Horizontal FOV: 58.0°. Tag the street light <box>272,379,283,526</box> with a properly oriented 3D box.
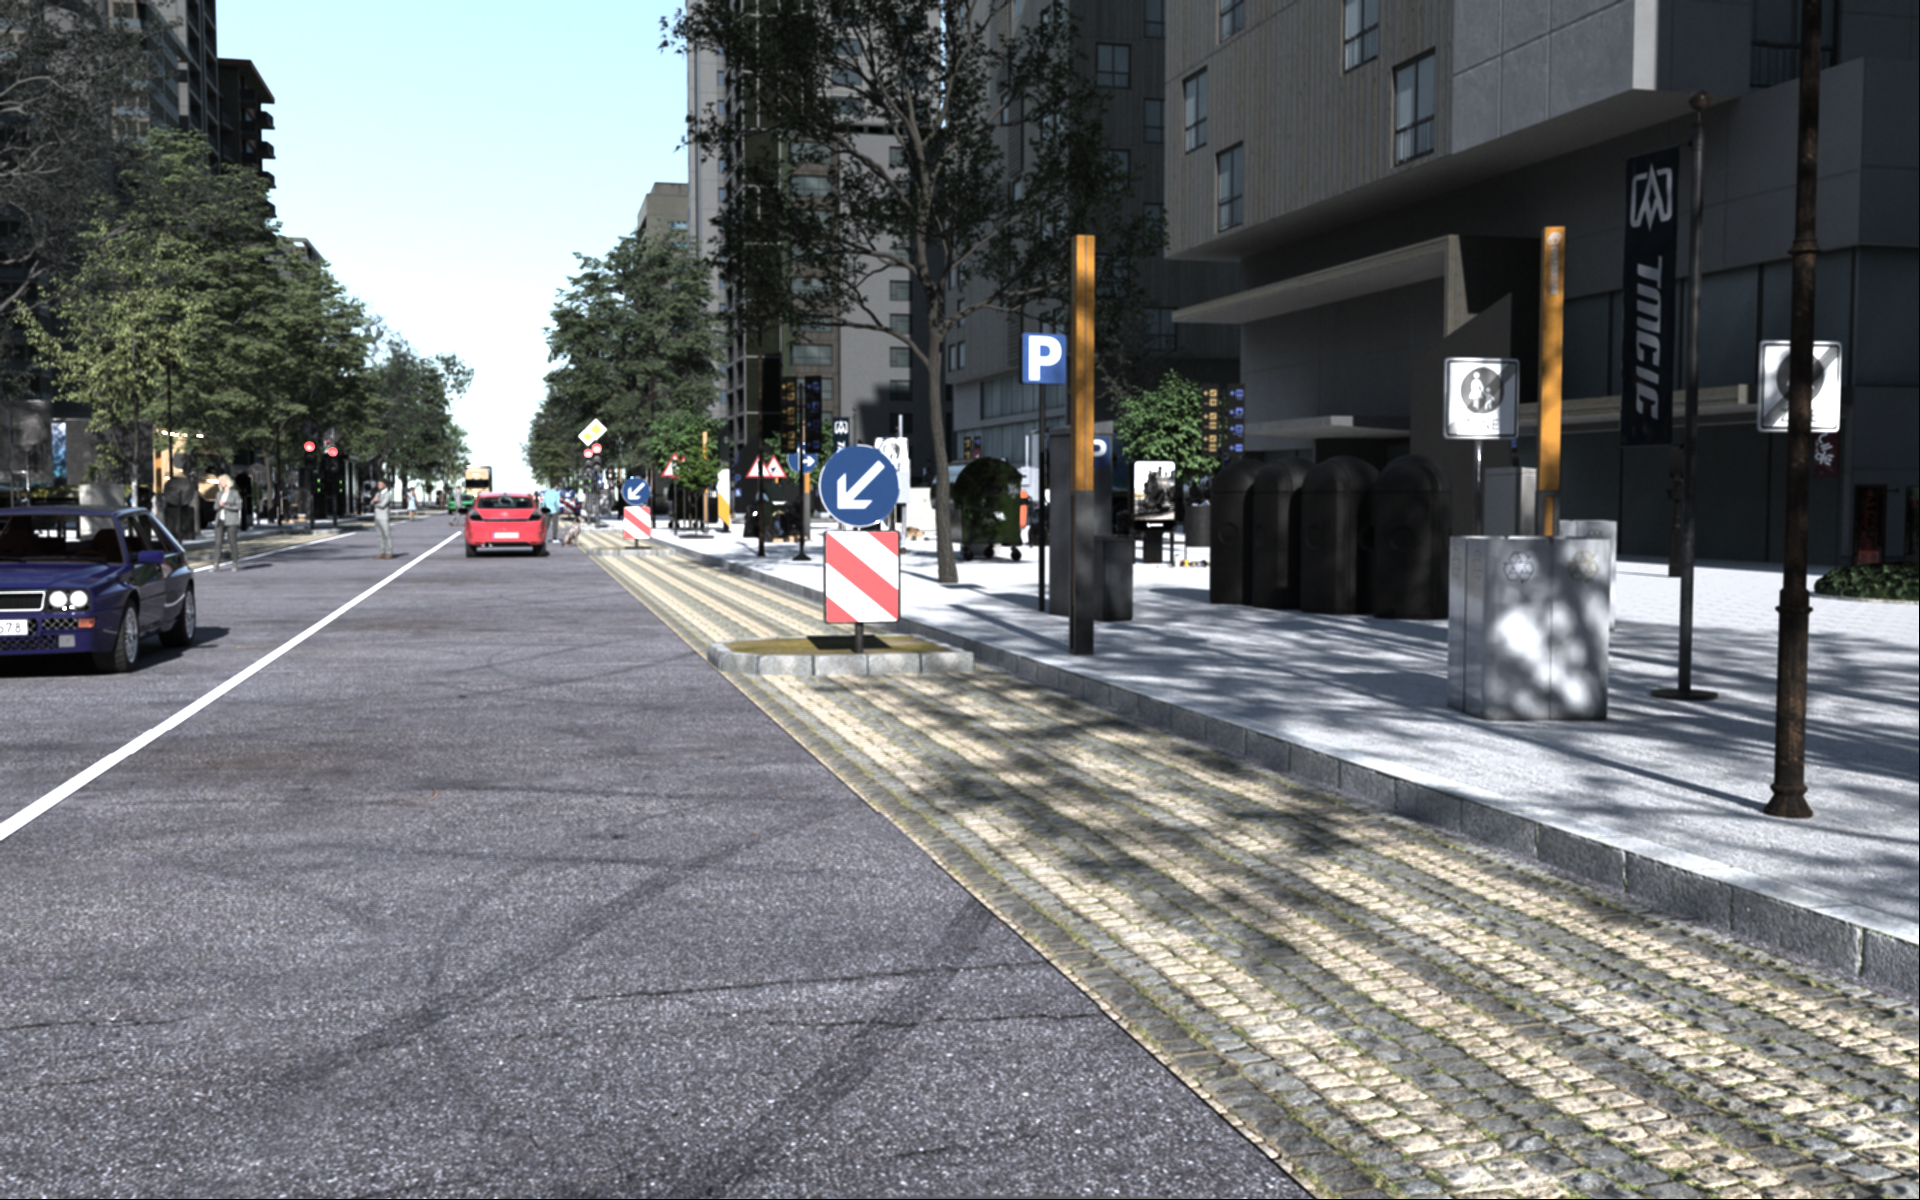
[{"bbox_3d":[-27.413,-5.924,69.652,0.468,5.910,1.993,-1,4,-14],"label":"street light"}]

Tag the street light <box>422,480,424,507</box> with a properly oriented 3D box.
[{"bbox_3d":[-53.738,-12.261,173.246,0.468,5.910,1.993,-1,4,-14],"label":"street light"}]

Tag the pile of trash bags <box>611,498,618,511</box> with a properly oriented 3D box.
[{"bbox_3d":[-26.668,-7.334,129.656,1.912,1.369,3.447,2,4,32],"label":"pile of trash bags"}]

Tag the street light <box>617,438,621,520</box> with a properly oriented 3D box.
[{"bbox_3d":[-17.188,-6.996,87.165,0.468,5.910,1.993,-1,4,-14],"label":"street light"}]

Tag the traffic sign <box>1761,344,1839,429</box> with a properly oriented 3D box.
[{"bbox_3d":[5.608,-0.583,11.663,0.606,2.300,0.079,-1,4,-11],"label":"traffic sign"}]

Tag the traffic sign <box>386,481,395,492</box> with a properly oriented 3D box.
[{"bbox_3d":[-46.938,-8.718,142.550,0.884,2.594,0.081,-1,4,-11],"label":"traffic sign"}]

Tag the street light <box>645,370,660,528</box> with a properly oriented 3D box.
[{"bbox_3d":[-11.433,-5.609,64.488,0.468,5.910,1.993,-1,4,-14],"label":"street light"}]

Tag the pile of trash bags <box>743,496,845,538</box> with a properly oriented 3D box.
[{"bbox_3d":[-4.879,-2.568,51.737,3.447,1.369,1.912,0,4,6],"label":"pile of trash bags"}]

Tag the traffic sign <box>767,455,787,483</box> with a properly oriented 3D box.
[{"bbox_3d":[-6.127,-3.490,57.072,0.884,2.594,0.081,0,4,-7],"label":"traffic sign"}]

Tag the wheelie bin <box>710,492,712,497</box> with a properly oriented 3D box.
[{"bbox_3d":[-17.049,-6.630,116.303,0.693,1.594,0.980,-2,4,-35],"label":"wheelie bin"}]

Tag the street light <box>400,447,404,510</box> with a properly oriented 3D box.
[{"bbox_3d":[-46.306,-10.463,143.850,0.468,5.910,1.993,-1,4,-14],"label":"street light"}]

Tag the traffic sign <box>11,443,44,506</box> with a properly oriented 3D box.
[{"bbox_3d":[-18.697,-1.997,34.774,0.606,2.300,0.079,-1,4,-9],"label":"traffic sign"}]

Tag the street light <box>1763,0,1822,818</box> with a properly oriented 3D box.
[{"bbox_3d":[3.317,-2.078,6.758,0.468,5.910,1.993,-1,4,-14],"label":"street light"}]

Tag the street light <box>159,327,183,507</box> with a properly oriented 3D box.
[{"bbox_3d":[-21.923,-4.605,48.083,0.468,5.910,1.993,-1,4,-14],"label":"street light"}]

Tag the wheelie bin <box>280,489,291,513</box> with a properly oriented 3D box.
[{"bbox_3d":[-44.610,-6.536,114.777,0.980,1.594,0.693,-1,4,-15],"label":"wheelie bin"}]

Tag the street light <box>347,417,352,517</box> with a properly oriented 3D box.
[{"bbox_3d":[-34.675,-7.682,98.387,0.468,5.910,1.993,-1,4,-14],"label":"street light"}]

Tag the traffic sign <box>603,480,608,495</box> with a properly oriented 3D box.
[{"bbox_3d":[-25.354,-7.465,124.189,0.606,2.300,0.079,-1,4,-14],"label":"traffic sign"}]

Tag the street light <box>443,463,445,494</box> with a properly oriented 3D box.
[{"bbox_3d":[-66.801,-15.392,224.439,0.468,5.910,1.993,-1,4,-14],"label":"street light"}]

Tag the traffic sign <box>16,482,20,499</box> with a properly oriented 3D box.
[{"bbox_3d":[-25.345,-2.850,46.607,0.884,2.594,0.081,-1,4,-10],"label":"traffic sign"}]

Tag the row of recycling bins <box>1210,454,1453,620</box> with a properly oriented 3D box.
[{"bbox_3d":[4.003,-0.735,19.135,1.069,1.692,3.534,-2,4,-30],"label":"row of recycling bins"}]

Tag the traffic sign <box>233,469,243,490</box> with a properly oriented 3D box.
[{"bbox_3d":[-29.389,-4.165,70.226,0.606,2.300,0.079,-1,4,-9],"label":"traffic sign"}]

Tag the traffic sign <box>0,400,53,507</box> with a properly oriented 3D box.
[{"bbox_3d":[-20.846,-2.663,37.419,2.265,3.308,0.079,-1,4,-14],"label":"traffic sign"}]

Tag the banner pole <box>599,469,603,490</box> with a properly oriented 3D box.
[{"bbox_3d":[-25.361,-8.060,121.802,0.863,3.779,0.401,3,4,37],"label":"banner pole"}]

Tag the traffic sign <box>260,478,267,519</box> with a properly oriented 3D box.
[{"bbox_3d":[-36.290,-5.440,90.125,0.795,2.450,0.064,-1,4,-9],"label":"traffic sign"}]

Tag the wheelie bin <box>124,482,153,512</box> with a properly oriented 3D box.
[{"bbox_3d":[-21.700,-2.318,45.814,0.693,1.594,0.980,-2,4,-28],"label":"wheelie bin"}]

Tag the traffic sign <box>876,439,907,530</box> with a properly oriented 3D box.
[{"bbox_3d":[-1.257,-1.808,31.692,0.606,2.300,0.079,0,4,-5],"label":"traffic sign"}]

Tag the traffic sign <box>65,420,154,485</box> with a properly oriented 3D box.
[{"bbox_3d":[-23.292,-3.278,47.466,2.265,3.308,0.079,0,4,-6],"label":"traffic sign"}]

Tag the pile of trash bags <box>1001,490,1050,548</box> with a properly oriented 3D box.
[{"bbox_3d":[1.616,-2.024,42.839,1.912,1.369,3.447,0,4,6],"label":"pile of trash bags"}]

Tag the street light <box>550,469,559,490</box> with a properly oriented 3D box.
[{"bbox_3d":[-56.697,-16.485,242.311,0.468,5.910,1.993,-1,4,-14],"label":"street light"}]

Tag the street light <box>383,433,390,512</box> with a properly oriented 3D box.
[{"bbox_3d":[-42.012,-9.444,127.197,0.468,5.910,1.993,-1,4,-14],"label":"street light"}]

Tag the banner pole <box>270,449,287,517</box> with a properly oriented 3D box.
[{"bbox_3d":[-37.482,-6.410,94.827,0.401,3.779,0.863,1,4,16],"label":"banner pole"}]

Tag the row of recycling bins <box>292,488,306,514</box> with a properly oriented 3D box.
[{"bbox_3d":[-42.248,-6.368,111.223,1.069,1.692,3.534,-1,4,-9],"label":"row of recycling bins"}]

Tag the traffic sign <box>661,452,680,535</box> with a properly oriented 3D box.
[{"bbox_3d":[-8.806,-3.276,53.573,0.884,2.594,0.081,-1,4,-9],"label":"traffic sign"}]

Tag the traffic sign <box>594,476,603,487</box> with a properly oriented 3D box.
[{"bbox_3d":[-24.731,-7.221,118.162,0.768,2.556,0.104,0,4,-5],"label":"traffic sign"}]

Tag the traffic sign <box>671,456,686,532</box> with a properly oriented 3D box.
[{"bbox_3d":[-9.330,-3.584,58.595,0.884,2.594,0.081,0,4,-8],"label":"traffic sign"}]

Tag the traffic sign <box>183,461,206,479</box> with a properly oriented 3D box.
[{"bbox_3d":[-27.251,-3.764,61.655,0.768,2.556,0.104,-1,4,-12],"label":"traffic sign"}]

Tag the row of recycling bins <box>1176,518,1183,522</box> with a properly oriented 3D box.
[{"bbox_3d":[9.969,-4.465,80.123,1.069,1.692,3.534,-2,4,-31],"label":"row of recycling bins"}]

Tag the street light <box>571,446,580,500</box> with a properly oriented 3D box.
[{"bbox_3d":[-32.134,-10.557,145.397,0.468,5.910,1.993,-1,4,-14],"label":"street light"}]

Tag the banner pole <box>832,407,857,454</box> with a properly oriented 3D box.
[{"bbox_3d":[-3.240,-3.647,49.653,0.863,3.779,0.401,0,4,2],"label":"banner pole"}]

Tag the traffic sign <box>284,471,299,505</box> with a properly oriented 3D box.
[{"bbox_3d":[-36.963,-5.851,95.775,0.768,2.556,0.104,-1,4,-13],"label":"traffic sign"}]

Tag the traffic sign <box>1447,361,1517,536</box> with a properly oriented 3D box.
[{"bbox_3d":[3.922,-0.673,13.129,0.606,2.300,0.079,-1,4,-12],"label":"traffic sign"}]

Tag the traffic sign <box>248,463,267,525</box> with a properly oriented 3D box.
[{"bbox_3d":[-28.874,-4.349,71.214,0.768,2.556,0.104,-1,4,-9],"label":"traffic sign"}]

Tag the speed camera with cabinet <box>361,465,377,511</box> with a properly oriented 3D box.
[{"bbox_3d":[-40.299,-7.474,116.532,2.038,3.252,0.660,1,4,15],"label":"speed camera with cabinet"}]

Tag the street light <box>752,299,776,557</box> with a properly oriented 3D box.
[{"bbox_3d":[-4.084,-3.833,35.458,0.468,5.910,1.993,-1,4,-14],"label":"street light"}]

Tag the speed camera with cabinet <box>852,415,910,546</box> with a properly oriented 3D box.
[{"bbox_3d":[-2.013,-3.021,43.725,0.660,3.252,2.038,-2,4,-33],"label":"speed camera with cabinet"}]

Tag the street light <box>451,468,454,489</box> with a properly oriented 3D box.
[{"bbox_3d":[-74.189,-17.151,253.212,0.468,5.910,1.993,-1,4,-14],"label":"street light"}]

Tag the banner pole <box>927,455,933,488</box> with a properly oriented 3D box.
[{"bbox_3d":[-1.947,-7.428,111.469,0.401,3.779,0.863,2,4,30],"label":"banner pole"}]

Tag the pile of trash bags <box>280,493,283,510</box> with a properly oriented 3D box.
[{"bbox_3d":[-49.461,-7.116,126.092,1.912,1.369,3.447,-1,4,-17],"label":"pile of trash bags"}]

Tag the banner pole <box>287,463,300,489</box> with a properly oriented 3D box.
[{"bbox_3d":[-43.671,-7.567,113.739,0.863,3.779,0.401,1,4,21],"label":"banner pole"}]

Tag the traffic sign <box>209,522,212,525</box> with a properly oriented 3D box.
[{"bbox_3d":[-30.725,-4.332,70.929,0.768,2.556,0.104,0,4,-8],"label":"traffic sign"}]

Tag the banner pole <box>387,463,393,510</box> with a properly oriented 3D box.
[{"bbox_3d":[-45.944,-9.157,139.730,0.401,3.779,0.863,1,4,19],"label":"banner pole"}]

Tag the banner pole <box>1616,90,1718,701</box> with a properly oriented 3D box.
[{"bbox_3d":[4.498,-1.287,11.053,0.401,3.779,0.863,-1,4,-21],"label":"banner pole"}]

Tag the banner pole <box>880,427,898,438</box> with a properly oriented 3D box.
[{"bbox_3d":[-2.569,-4.551,64.420,0.863,3.779,0.401,0,4,7],"label":"banner pole"}]

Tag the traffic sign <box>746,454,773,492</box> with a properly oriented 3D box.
[{"bbox_3d":[-6.518,-3.440,56.241,0.884,2.594,0.081,0,4,-8],"label":"traffic sign"}]

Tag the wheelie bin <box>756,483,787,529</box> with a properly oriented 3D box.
[{"bbox_3d":[-5.443,-2.554,49.674,0.693,1.594,0.980,3,4,38],"label":"wheelie bin"}]

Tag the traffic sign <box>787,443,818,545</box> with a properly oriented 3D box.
[{"bbox_3d":[-3.945,-2.652,43.459,0.768,2.556,0.104,0,4,-6],"label":"traffic sign"}]
